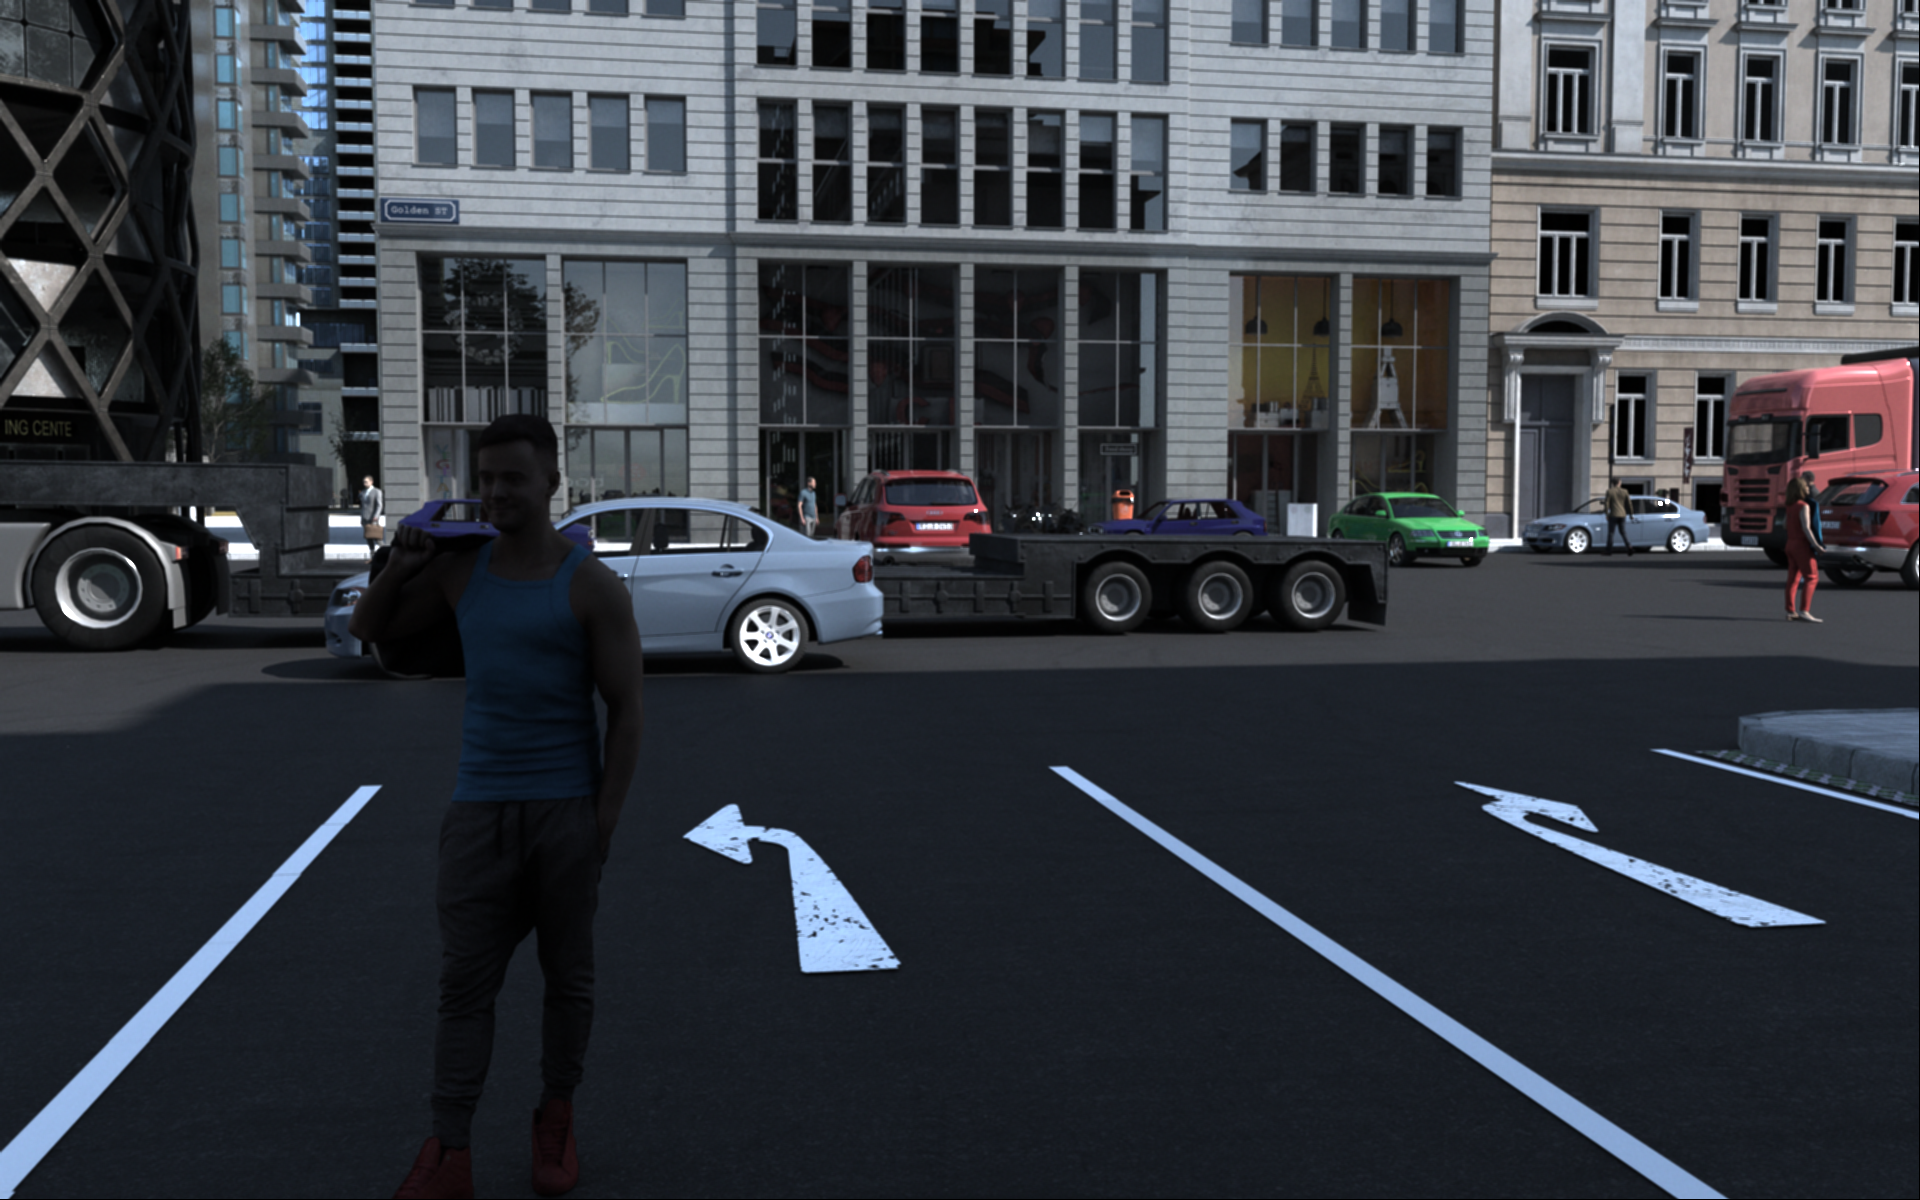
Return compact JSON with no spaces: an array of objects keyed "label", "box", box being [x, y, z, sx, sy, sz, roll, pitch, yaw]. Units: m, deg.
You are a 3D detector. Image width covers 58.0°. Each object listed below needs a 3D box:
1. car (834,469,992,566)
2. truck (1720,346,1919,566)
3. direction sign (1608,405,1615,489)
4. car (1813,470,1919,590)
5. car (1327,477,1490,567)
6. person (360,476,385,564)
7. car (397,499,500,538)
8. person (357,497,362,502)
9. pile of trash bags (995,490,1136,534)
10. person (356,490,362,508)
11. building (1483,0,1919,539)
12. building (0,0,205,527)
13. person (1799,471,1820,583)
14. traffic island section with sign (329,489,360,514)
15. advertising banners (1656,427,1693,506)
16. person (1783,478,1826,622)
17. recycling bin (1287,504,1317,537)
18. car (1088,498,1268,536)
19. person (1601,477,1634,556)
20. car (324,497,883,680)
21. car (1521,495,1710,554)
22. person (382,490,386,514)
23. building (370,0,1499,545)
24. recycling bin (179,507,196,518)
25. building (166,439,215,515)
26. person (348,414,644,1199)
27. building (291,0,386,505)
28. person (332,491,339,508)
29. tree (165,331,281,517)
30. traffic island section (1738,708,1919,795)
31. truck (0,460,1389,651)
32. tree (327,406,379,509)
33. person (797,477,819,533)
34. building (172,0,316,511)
[{"label":"car","box":[-0.825,-1.175,27.883,2.281,1.827,5.304,-1,4,-10]},{"label":"truck","box":[20.177,-2.769,34.192,11.283,4.237,2.839,-1,4,-9]},{"label":"direction sign","box":[16.627,-3.196,44.259,0.379,3.537,0.876,1,4,14]},{"label":"car","box":[15.689,-1.108,26.787,5.304,1.827,2.281,-1,4,-10]},{"label":"car","box":[9.172,-1.643,35.663,1.959,1.807,4.718,-1,4,-12]},{"label":"person","box":[-12.116,-1.653,35.644,0.709,1.813,0.853,1,4,23]},{"label":"car","box":[-9.367,-1.380,35.146,3.894,1.354,1.945,-1,4,-9]},{"label":"person","box":[-39.974,-6.617,116.709,1.348,1.821,0.705,0,4,6]},{"label":"pile of trash bags","box":[2.652,-2.010,42.612,3.447,1.369,1.912,-1,4,-13]},{"label":"person","box":[-60.034,-10.079,173.274,0.705,1.826,1.348,-3,5,-45]},{"label":"building","box":[23.456,-16.545,56.412,20.117,28.700,13.634,-1,4,-10]},{"label":"building","box":[-30.314,-11.085,48.687,16.811,18.784,16.820,-1,4,-10]},{"label":"person","box":[13.678,-1.184,27.984,0.434,1.807,0.598,3,4,38]},{"label":"traffic island section with sign","box":[-44.238,-7.088,124.514,1.989,1.847,2.006,-1,4,-10]},{"label":"advertising banners","box":[19.092,-3.065,46.303,0.090,3.025,2.074,0,4,-2]},{"label":"person","box":[9.543,-0.574,19.588,0.444,1.614,0.593,2,4,25]},{"label":"recycling bin","box":[9.093,-2.046,46.014,0.722,1.027,0.722,1,4,17]},{"label":"car","box":[4.805,-1.594,38.639,3.894,1.354,1.945,-1,4,-10]},{"label":"person","box":[15.325,-1.948,40.265,0.656,1.842,0.836,-2,4,-30]},{"label":"car","box":[-2.892,-0.144,14.352,4.499,1.417,2.014,-1,4,-10]},{"label":"car","box":[15.980,-1.854,42.315,4.499,1.417,2.014,-1,4,-12]},{"label":"person","box":[-40.848,-6.946,122.856,1.217,1.735,0.721,-1,4,-20]},{"label":"building","box":[-0.790,-16.678,50.182,29.804,29.767,11.434,-1,4,-10]},{"label":"recycling bin","box":[-40.807,-4.836,91.621,0.722,1.027,0.722,1,4,11]},{"label":"building","box":[-58.041,-40.780,105.005,20.563,71.187,20.611,-1,4,-10]},{"label":"person","box":[-0.978,0.415,3.581,0.647,1.594,0.662,0,4,0]},{"label":"building","box":[-67.362,-54.580,205.052,31.000,86.520,22.319,-1,4,-10]},{"label":"person","box":[-66.805,-10.736,184.754,0.721,1.735,1.217,3,4,37]},{"label":"tree","box":[-42.567,-10.042,98.606,7.601,10.594,8.767,0,4,-5]},{"label":"traffic island section","box":[5.430,0.822,8.839,2.009,0.180,2.903,-1,4,-10]},{"label":"truck","box":[-4.962,-1.683,17.274,18.799,4.110,2.967,-1,4,-11]},{"label":"tree","box":[-50.626,-11.850,144.115,4.360,8.622,3.978,0,3,0]},{"label":"person","box":[-3.345,-1.824,38.444,0.434,1.807,0.598,3,5,43]},{"label":"building","box":[-69.439,-31.832,140.054,30.456,49.044,23.786,-1,4,-10]}]
